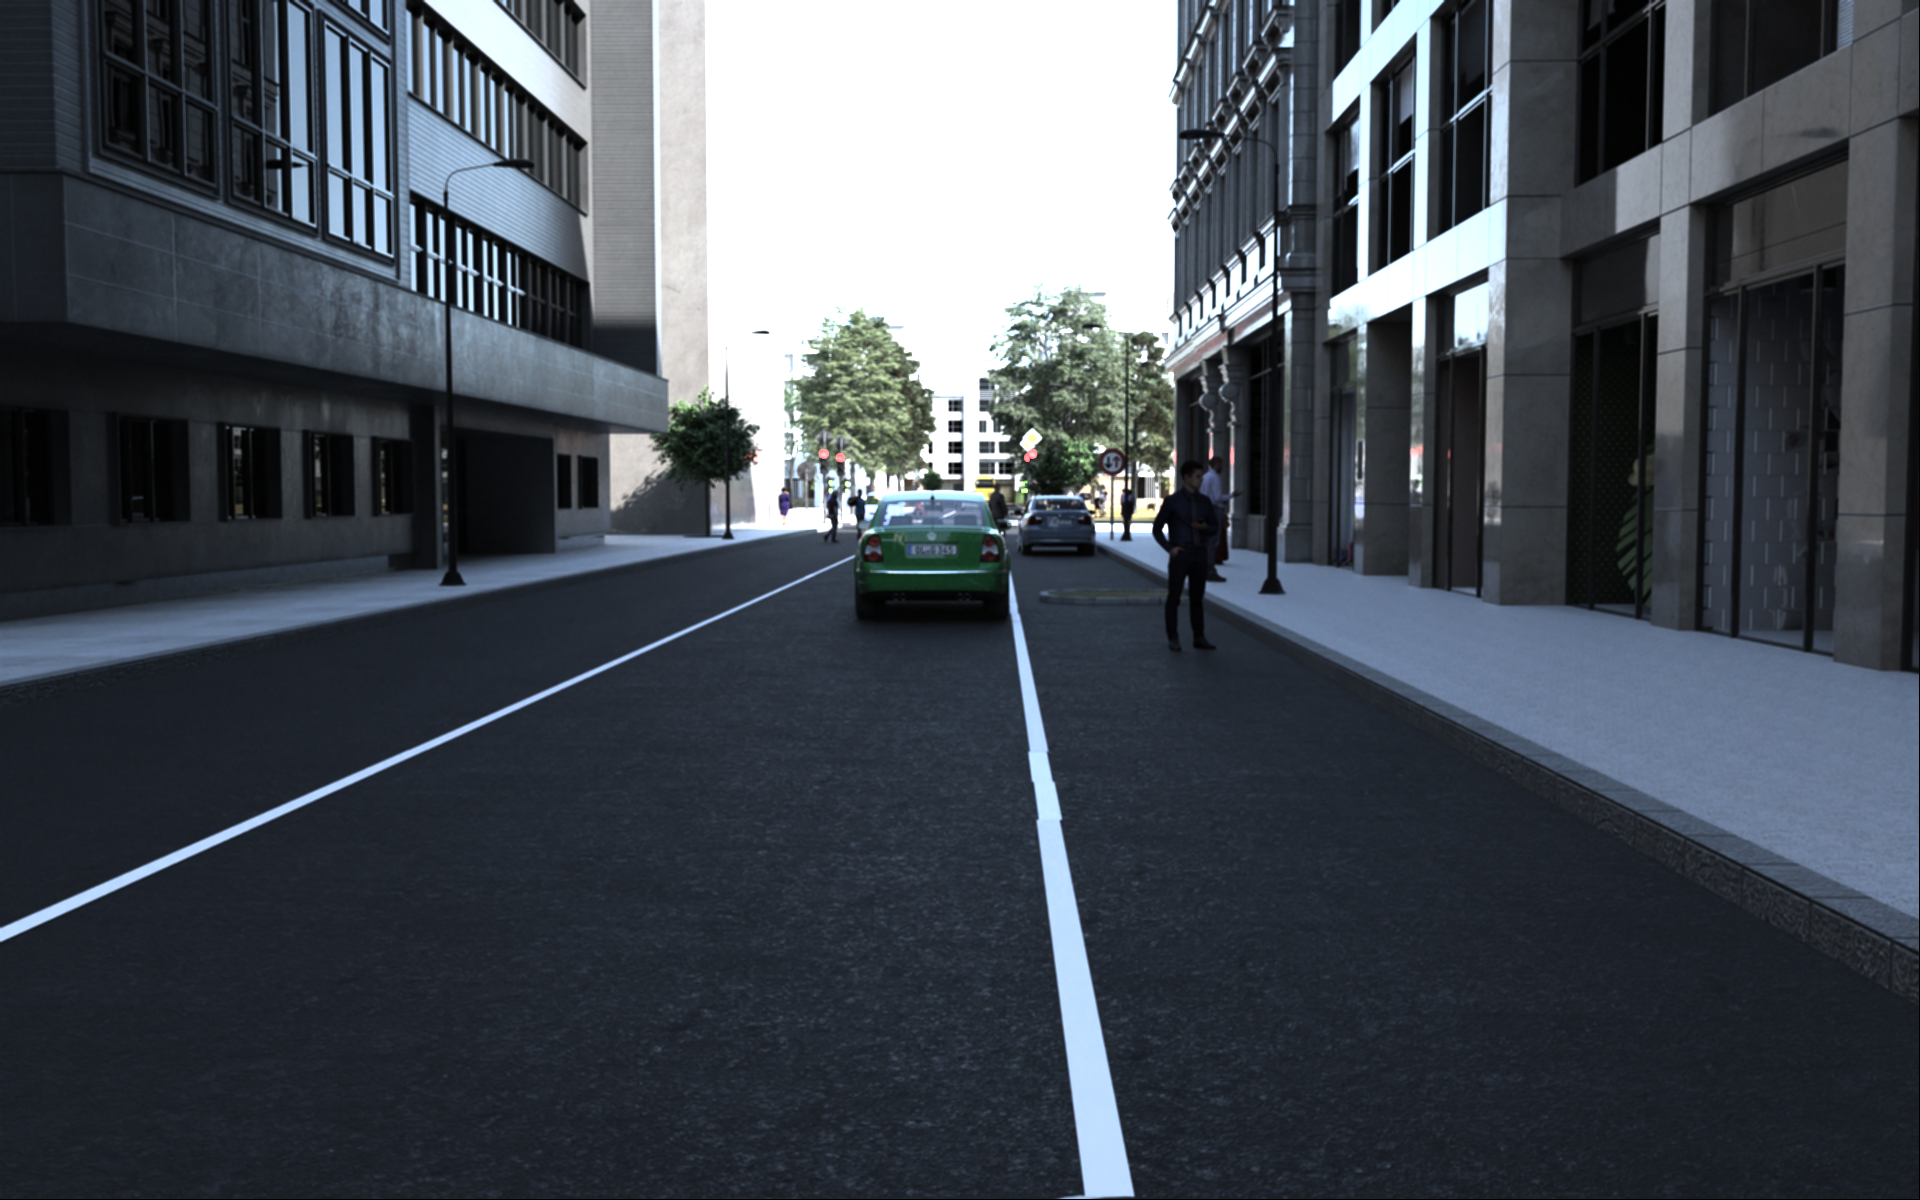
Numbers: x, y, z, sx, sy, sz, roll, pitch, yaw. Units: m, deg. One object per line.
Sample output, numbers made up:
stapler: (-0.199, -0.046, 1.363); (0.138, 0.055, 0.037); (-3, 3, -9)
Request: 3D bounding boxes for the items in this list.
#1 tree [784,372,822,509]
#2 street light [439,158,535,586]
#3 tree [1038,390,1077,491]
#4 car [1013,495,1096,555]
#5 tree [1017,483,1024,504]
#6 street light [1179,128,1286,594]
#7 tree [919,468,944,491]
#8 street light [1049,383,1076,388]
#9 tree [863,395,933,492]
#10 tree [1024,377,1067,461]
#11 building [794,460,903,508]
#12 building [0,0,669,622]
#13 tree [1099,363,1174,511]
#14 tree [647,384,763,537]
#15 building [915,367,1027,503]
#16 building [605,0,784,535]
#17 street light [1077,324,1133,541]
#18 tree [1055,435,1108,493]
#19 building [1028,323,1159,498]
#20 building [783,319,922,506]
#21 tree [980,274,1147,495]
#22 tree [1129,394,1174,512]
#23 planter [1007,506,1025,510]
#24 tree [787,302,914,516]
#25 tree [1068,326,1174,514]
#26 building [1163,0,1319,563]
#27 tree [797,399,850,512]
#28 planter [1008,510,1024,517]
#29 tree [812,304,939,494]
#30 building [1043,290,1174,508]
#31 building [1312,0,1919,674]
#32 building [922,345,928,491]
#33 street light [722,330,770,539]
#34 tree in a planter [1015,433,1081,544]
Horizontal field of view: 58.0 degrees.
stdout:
tree: (-14.285, -13.517, 146.763); (9.928, 11.665, 9.643); (0, 3, 0)
street light: (-6.588, -3.156, 24.146); (1.470, 5.913, 1.316); (0, 4, 1)
tree: (6.821, -10.421, 120.747); (4.360, 8.622, 3.978); (0, 3, 0)
car: (2.318, -1.840, 42.094); (2.014, 1.417, 4.499); (0, 4, 0)
tree: (8.020, -13.885, 221.615); (1.663, 3.219, 1.824); (0, 3, 0)
street light: (3.483, -3.036, 22.174); (1.470, 5.913, 1.316); (0, 4, 1)
tree: (-3.536, -14.074, 213.830); (4.285, 4.588, 4.351); (0, 3, 0)
street light: (4.451, -6.135, 72.850); (1.470, 5.913, 1.316); (0, 4, 1)
tree: (-5.356, -14.038, 151.575); (6.751, 12.117, 7.091); (0, 3, 0)
tree: (7.986, -13.565, 143.839); (6.751, 12.117, 7.091); (0, 3, 0)
building: (-10.012, -14.011, 171.219); (9.099, 9.664, 28.070); (0, 4, 1)
building: (-14.688, -12.819, 28.663); (14.314, 24.678, 30.058); (0, 4, 1)
tree: (13.678, -12.696, 133.328); (9.928, 11.665, 9.643); (0, 3, 0)
tree: (-7.622, -4.170, 51.899); (4.285, 4.588, 4.351); (0, 3, 0)
building: (1.100, -23.449, 249.850); (31.486, 18.905, 16.747); (0, 4, 1)
building: (-24.629, -15.838, 63.474); (34.151, 26.468, 19.350); (0, 4, 1)
street light: (4.018, -4.577, 47.382); (1.470, 5.913, 1.316); (0, 4, 1)
tree: (6.383, -6.683, 92.976); (4.285, 4.588, 4.351); (0, 3, 0)
building: (16.375, -19.656, 187.835); (16.747, 18.905, 31.486); (0, 4, 1)
building: (-12.677, -20.442, 190.645); (16.016, 20.091, 11.380); (0, 4, 1)
tree: (5.879, -11.801, 99.597); (9.857, 13.997, 8.962); (0, 3, 0)
tree: (13.617, -10.410, 120.559); (4.737, 8.622, 4.395); (0, 3, 0)
planter: (4.287, -6.898, 133.914); (1.991, 0.319, 1.994); (0, 4, 1)
tree: (-6.795, -11.299, 102.866); (7.486, 12.596, 7.792); (0, 3, 0)
tree: (11.315, -11.643, 112.426); (6.751, 12.117, 7.091); (0, 3, 0)
building: (10.863, -12.255, 51.284); (10.553, 20.767, 40.483); (0, 4, 1)
tree: (-9.938, -10.704, 125.364); (4.737, 8.622, 4.395); (0, 3, 0)
planter: (3.736, -5.250, 106.976); (1.991, 0.319, 1.994); (0, 4, 1)
tree: (-5.694, -12.769, 116.195); (7.806, 13.903, 7.818); (0, 3, 0)
building: (16.009, -18.960, 166.408); (16.016, 20.091, 11.380); (0, 4, 1)
building: (15.709, -12.798, 13.760); (19.350, 26.468, 34.151); (0, 4, 1)
building: (-10.025, -22.473, 223.861); (11.380, 20.091, 16.016); (0, 4, 1)
street light: (-6.071, -4.688, 49.189); (1.470, 5.913, 1.316); (0, 4, 1)
tree in a planter: (2.609, -3.249, 50.340); (1.991, 3.239, 1.994); (0, 4, 1)
